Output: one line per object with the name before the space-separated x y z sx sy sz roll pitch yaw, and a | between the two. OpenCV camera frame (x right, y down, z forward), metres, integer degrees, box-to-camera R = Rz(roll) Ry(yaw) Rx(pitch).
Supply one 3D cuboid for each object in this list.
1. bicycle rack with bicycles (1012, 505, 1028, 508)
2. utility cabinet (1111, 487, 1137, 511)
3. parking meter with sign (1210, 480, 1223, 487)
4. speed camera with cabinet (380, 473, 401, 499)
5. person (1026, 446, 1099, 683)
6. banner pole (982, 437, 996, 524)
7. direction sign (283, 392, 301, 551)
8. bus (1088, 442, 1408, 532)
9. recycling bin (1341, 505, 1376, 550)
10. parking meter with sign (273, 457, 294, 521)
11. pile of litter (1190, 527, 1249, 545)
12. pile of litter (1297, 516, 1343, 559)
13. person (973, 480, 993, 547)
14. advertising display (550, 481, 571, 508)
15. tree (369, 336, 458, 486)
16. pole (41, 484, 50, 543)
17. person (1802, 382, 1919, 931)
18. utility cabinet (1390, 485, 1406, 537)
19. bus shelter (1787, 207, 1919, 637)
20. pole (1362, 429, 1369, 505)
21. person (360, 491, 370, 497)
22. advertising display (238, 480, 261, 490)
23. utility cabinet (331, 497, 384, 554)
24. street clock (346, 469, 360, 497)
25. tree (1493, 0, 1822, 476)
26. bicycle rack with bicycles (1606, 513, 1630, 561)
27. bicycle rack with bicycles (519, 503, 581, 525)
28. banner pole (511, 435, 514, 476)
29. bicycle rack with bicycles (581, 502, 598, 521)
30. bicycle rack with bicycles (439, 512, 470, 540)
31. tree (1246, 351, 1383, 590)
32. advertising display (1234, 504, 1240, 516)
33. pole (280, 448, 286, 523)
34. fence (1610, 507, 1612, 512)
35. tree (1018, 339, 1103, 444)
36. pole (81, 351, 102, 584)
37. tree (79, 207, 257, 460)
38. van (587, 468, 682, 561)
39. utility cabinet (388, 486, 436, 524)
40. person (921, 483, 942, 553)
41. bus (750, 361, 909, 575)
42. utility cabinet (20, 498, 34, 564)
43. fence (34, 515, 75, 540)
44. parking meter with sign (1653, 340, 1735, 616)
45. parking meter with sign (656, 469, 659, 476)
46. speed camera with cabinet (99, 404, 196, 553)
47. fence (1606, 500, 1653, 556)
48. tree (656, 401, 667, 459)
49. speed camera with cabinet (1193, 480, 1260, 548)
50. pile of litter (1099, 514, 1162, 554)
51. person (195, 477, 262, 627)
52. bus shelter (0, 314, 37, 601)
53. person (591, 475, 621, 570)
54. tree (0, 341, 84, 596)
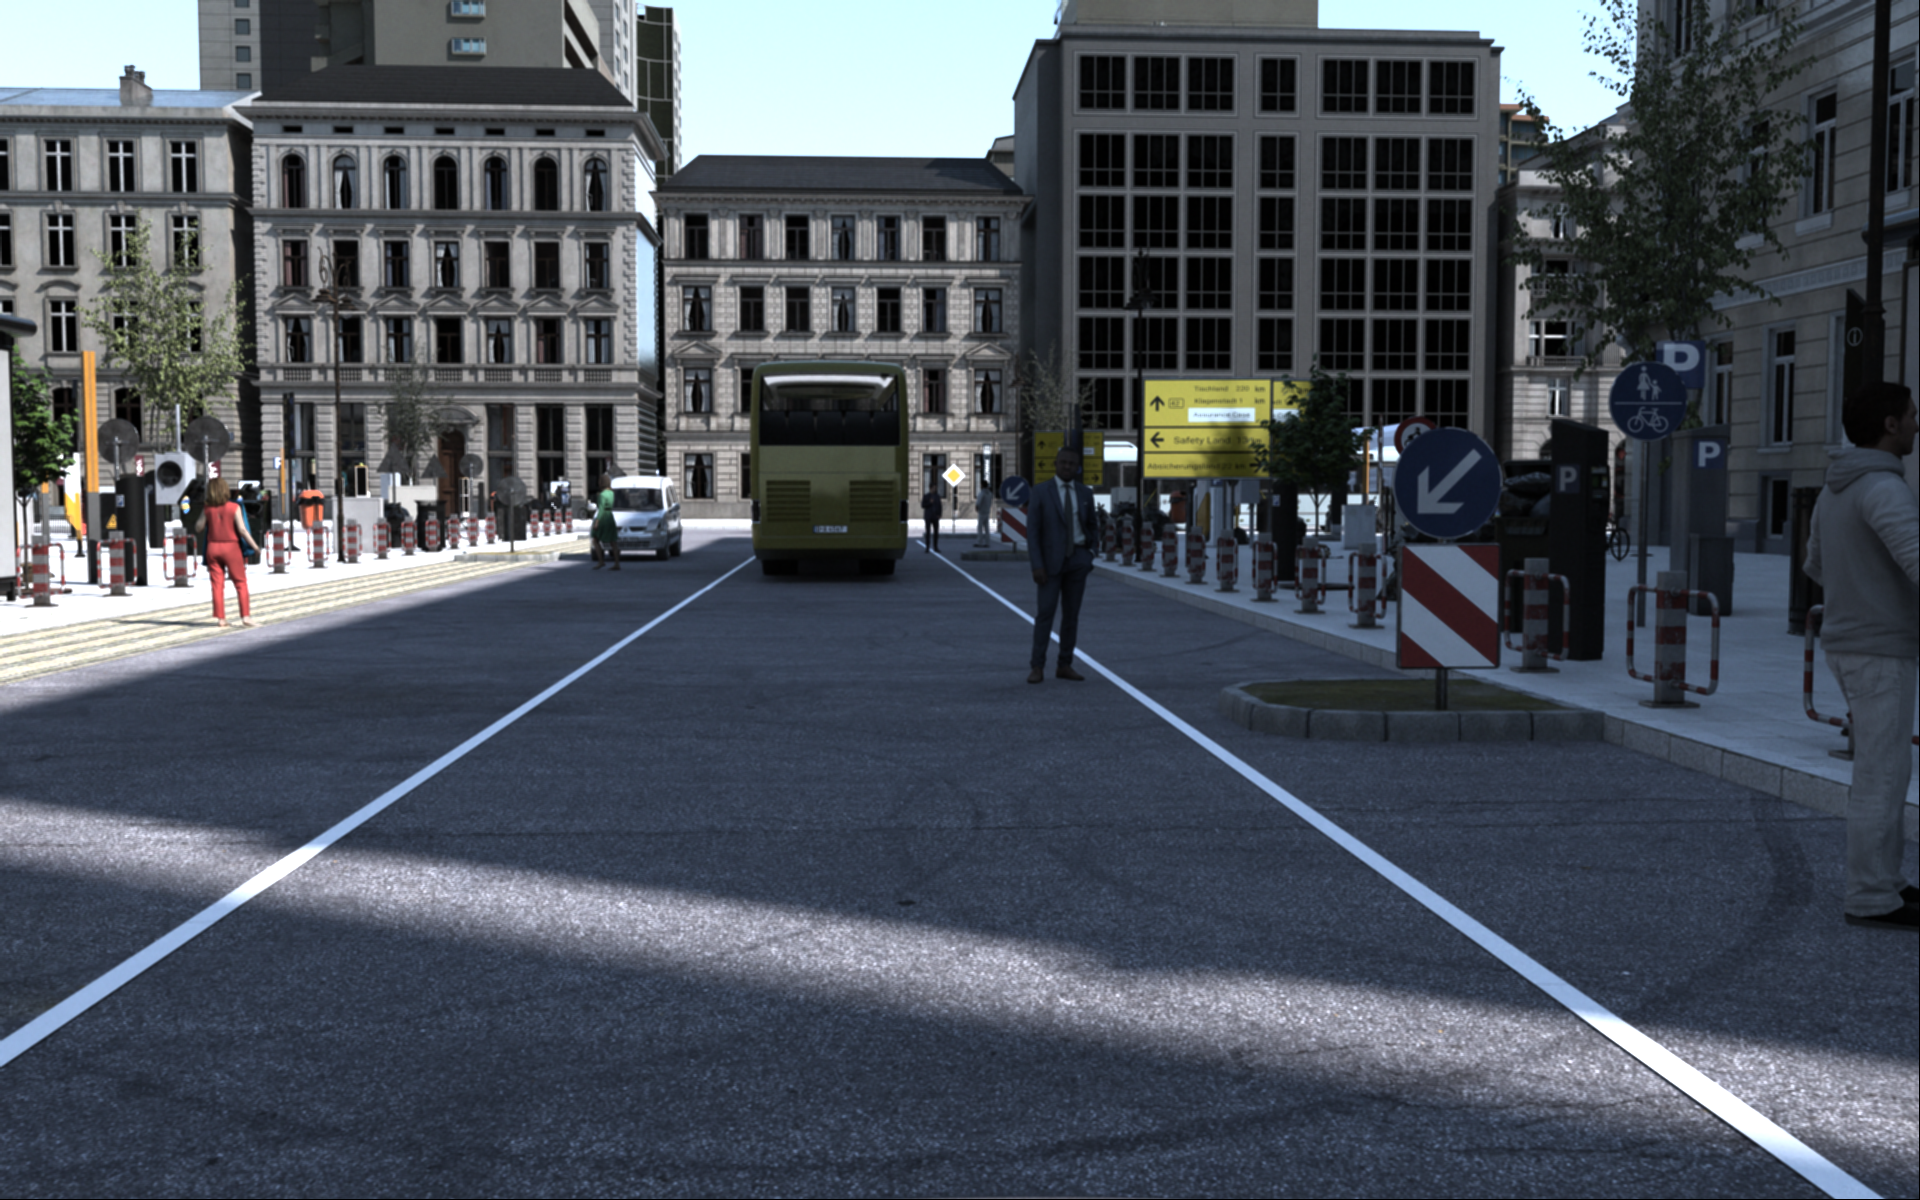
bicycle rack with bicycles | 3.172 -4.012 78.978 2.925 0.926 2.852 -3 4 -37
utility cabinet | 5.253 -2.831 54.961 0.318 1.500 1.173 3 5 44
parking meter with sign | 7.665 -3.412 52.044 0.543 3.016 1.738 0 4 2
speed camera with cabinet | -24.141 -4.920 74.770 0.660 3.252 2.038 1 4 20
person | 0.768 -0.287 13.378 0.721 1.800 0.419 -2 4 -27
banner pole | 1.302 -5.222 75.402 0.863 3.779 0.401 -3 4 -38
direction sign | -15.015 -2.864 38.828 0.379 3.537 0.876 -2 4 -35
bus | 10.916 -4.120 62.222 13.247 3.499 2.948 0 4 -4
recycling bin | 9.250 -1.691 40.198 0.722 1.027 0.722 0 4 6
parking meter with sign | -32.265 -5.288 82.724 0.543 3.016 1.738 -1 4 -9
pile of litter | 6.660 -1.845 44.128 1.719 0.858 1.176 1 4 10
pile of litter | 6.862 -1.258 34.526 1.719 0.858 1.176 0 4 -5
person | 0.611 -2.315 46.503 0.789 1.805 0.875 3 5 42
advertising display | -19.122 -4.750 82.880 0.974 1.923 0.123 0 4 1
tree | -25.787 -8.010 81.328 4.360 8.622 3.978 0 3 0
pole | -23.848 -3.135 45.102 0.158 3.312 0.155 0 3 0
person | 3.152 0.175 5.785 0.789 1.805 0.875 0 4 5
utility cabinet | 11.113 -2.157 43.944 0.318 1.500 1.173 1 4 9
bus shelter | 8.022 -2.083 11.682 2.179 5.291 8.768 0 4 -4
pole | 12.666 -3.685 54.090 0.158 3.312 0.155 0 3 0
person | -20.040 -3.055 58.331 0.818 1.842 0.514 0 4 4
advertising display | -32.699 -4.559 79.750 0.974 1.923 0.123 -1 4 -14
utility cabinet | -12.899 -1.588 37.131 1.020 1.237 0.306 0 4 -1
street clock | -17.168 -2.726 49.148 0.358 2.002 0.471 1 4 12
tree | 9.552 -4.467 23.391 4.737 8.622 4.395 0 3 0
bicycle rack with bicycles | 11.666 -1.231 33.502 2.925 0.926 2.852 -1 4 -15
bicycle rack with bicycles | -17.899 -3.577 71.862 2.852 0.926 2.925 2 4 26
banner pole | -19.097 -5.139 74.042 0.401 3.779 0.863 -1 4 -14
bicycle rack with bicycles | -16.865 -4.251 82.884 2.925 0.926 2.852 -2 4 -34
bicycle rack with bicycles | -15.165 -2.186 49.122 2.925 0.926 2.852 0 4 -6
tree | 4.849 -1.773 23.592 1.663 3.219 1.824 0 3 0
advertising display | 8.590 -3.073 55.455 0.974 1.923 0.123 -3 4 -36
pole | -30.253 -5.112 77.422 0.158 3.312 0.155 0 3 0
fence | 30.189 -4.059 81.739 2.069 0.683 0.278 -2 4 -33
tree | 4.532 -8.133 83.341 4.360 8.622 3.978 0 3 0
pole | -12.450 -1.895 24.827 0.158 3.312 0.155 0 3 0
tree | -20.892 -5.828 45.642 4.737 8.622 4.395 0 3 0
van | -7.204 -1.935 38.653 2.013 2.044 4.112 0 4 -4
utility cabinet | -14.481 -2.272 45.827 1.173 1.500 0.318 -1 4 -11
person | -0.690 -2.014 42.347 0.541 1.710 0.530 -1 4 -13
bus | -2.581 -2.572 33.605 2.896 3.916 12.252 0 4 -5
utility cabinet | -17.342 -1.235 31.347 1.020 1.237 0.306 -2 4 -25
fence | -25.935 -2.074 49.278 2.069 0.683 0.278 2 4 24
parking meter with sign | 8.064 -1.387 18.943 0.543 3.016 1.738 0 4 8
parking meter with sign | -21.877 -7.647 121.283 1.738 3.016 0.543 3 4 36
speed camera with cabinet | -17.873 -2.666 37.931 2.038 3.252 0.660 0 4 -1
fence | 13.670 -1.564 36.769 0.480 1.192 2.264 -2 4 -25
tree | -20.065 -10.725 125.722 4.360 8.622 3.978 0 3 0
speed camera with cabinet | 6.367 -2.883 41.476 0.660 3.252 2.038 -2 4 -25
pile of litter | 3.793 -1.464 37.902 1.719 0.858 1.176 -1 4 -11
person | -7.857 -0.513 18.593 0.593 1.614 0.444 1 4 23
bus shelter | -11.843 -2.365 16.295 2.179 5.291 8.768 0 4 -4
person | -6.668 -1.459 32.609 0.529 1.795 0.600 0 4 5
tree | -12.095 -1.681 22.083 1.663 3.219 1.824 0 3 0
